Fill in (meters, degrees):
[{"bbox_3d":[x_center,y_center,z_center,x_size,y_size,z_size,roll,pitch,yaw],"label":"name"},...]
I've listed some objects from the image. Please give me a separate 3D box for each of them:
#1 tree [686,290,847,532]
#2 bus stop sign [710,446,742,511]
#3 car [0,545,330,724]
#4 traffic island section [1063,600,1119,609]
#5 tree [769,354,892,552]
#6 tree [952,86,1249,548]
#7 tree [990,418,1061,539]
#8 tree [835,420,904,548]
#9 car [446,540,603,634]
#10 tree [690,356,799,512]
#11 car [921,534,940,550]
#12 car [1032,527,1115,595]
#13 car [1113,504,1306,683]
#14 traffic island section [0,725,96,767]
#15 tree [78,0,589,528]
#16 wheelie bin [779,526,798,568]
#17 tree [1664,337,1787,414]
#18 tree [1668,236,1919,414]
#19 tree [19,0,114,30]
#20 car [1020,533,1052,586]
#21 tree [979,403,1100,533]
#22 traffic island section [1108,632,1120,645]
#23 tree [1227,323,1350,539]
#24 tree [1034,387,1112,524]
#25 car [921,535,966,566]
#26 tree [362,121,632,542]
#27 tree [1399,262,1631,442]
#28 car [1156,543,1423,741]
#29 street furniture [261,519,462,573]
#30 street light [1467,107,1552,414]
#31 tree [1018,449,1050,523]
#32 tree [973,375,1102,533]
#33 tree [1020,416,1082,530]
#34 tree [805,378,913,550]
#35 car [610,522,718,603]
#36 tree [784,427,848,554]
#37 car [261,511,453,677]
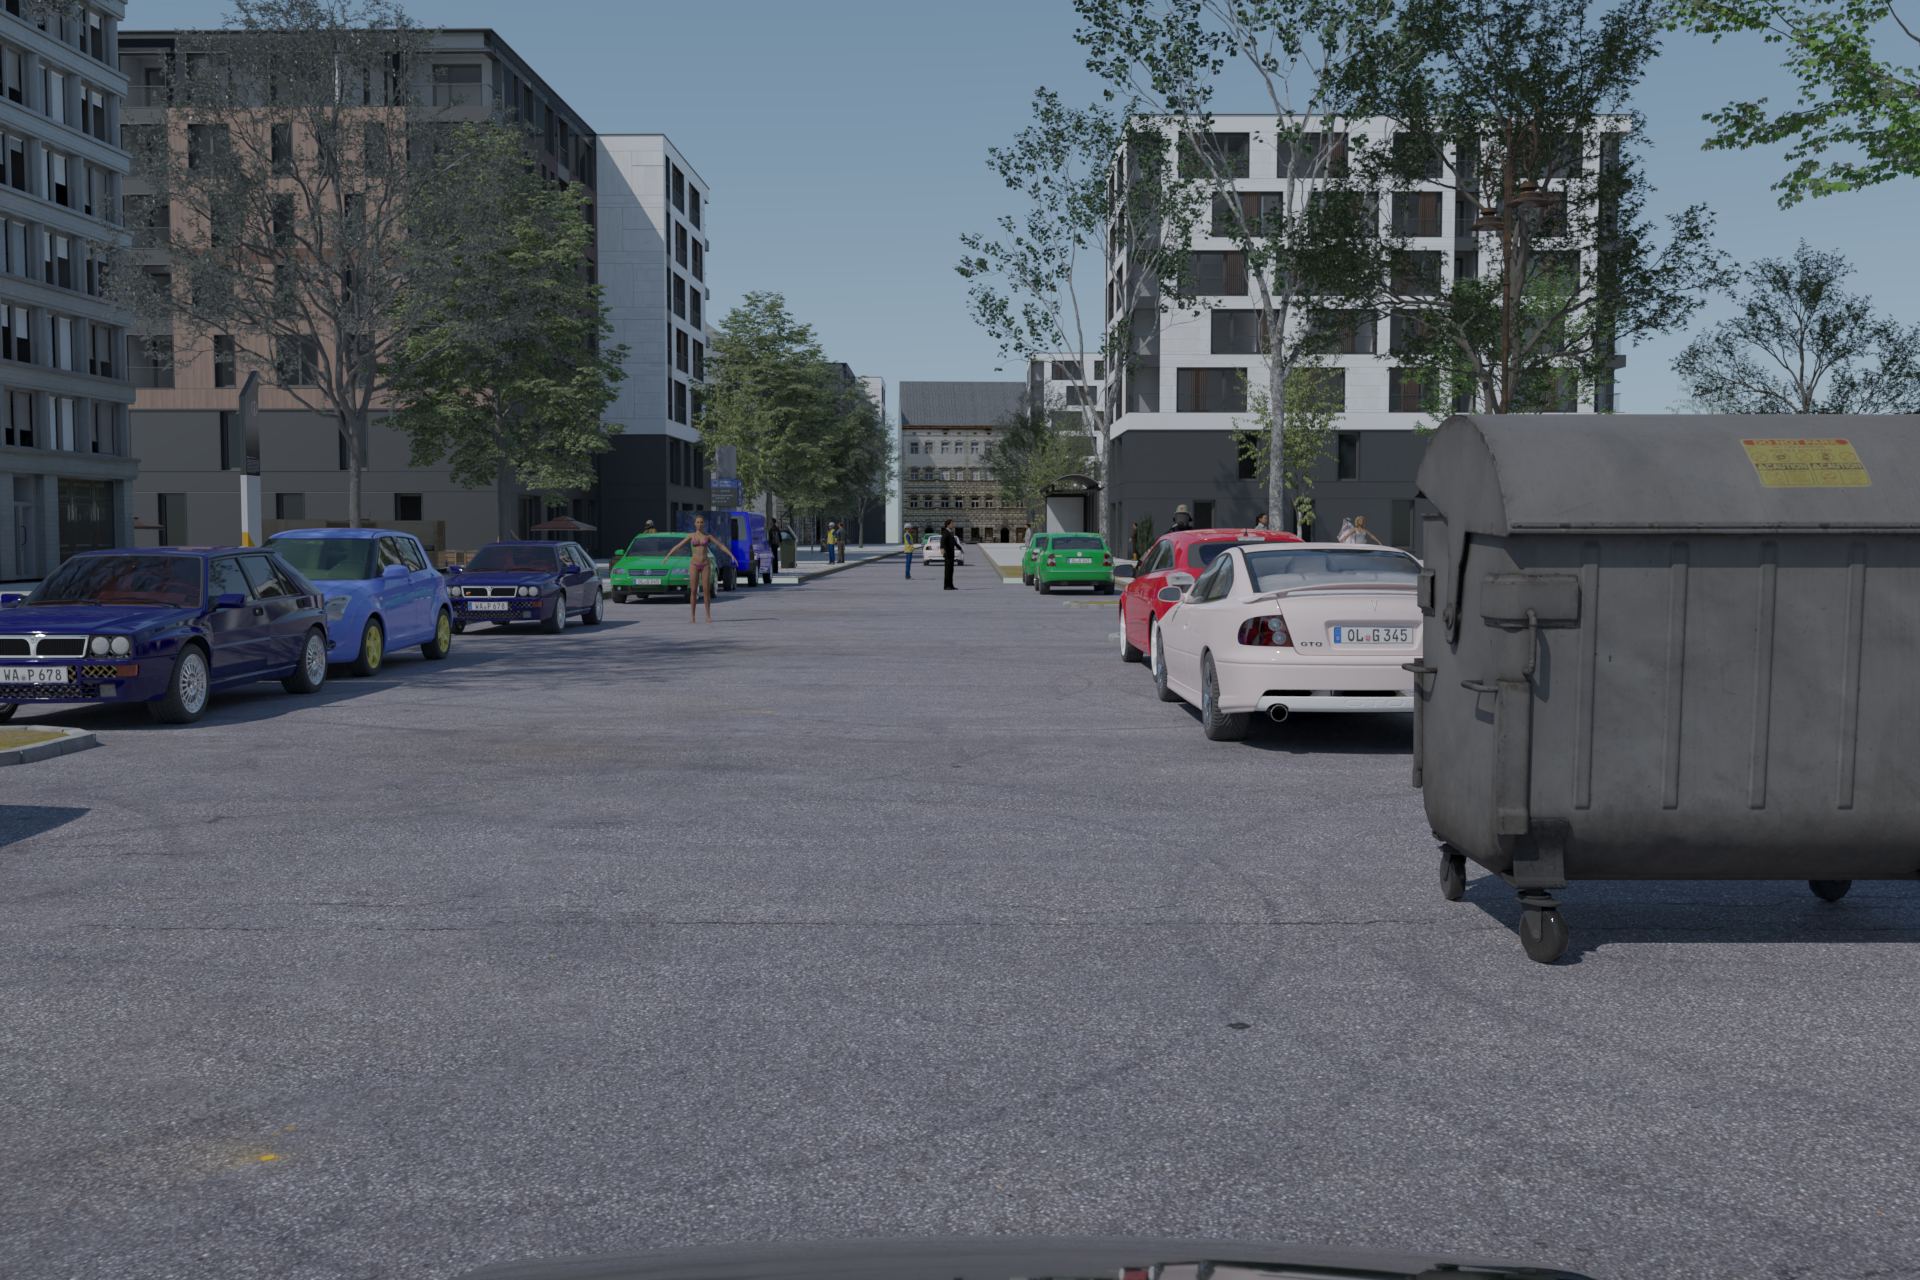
[{"bbox_3d":[-9.389,-9.992,81.499,7.486,12.596,7.792,0,3,0],"label":"tree"},{"bbox_3d":[-6.999,-3.845,51.880,0.837,3.901,0.837,0,4,1],"label":"bus stop sign"},{"bbox_3d":[-6.650,-0.105,14.295,1.945,1.354,3.894,0,4,0],"label":"car"},{"bbox_3d":[3.037,-0.687,34.097,1.991,0.108,1.994,0,3,0],"label":"traffic island section"},{"bbox_3d":[-9.518,-13.099,120.821,9.857,13.997,8.962,0,3,0],"label":"tree"},{"bbox_3d":[5.673,-13.290,73.187,12.611,20.169,13.585,0,3,0],"label":"tree"},{"bbox_3d":[6.417,-13.920,153.349,9.928,11.665,9.643,0,3,0],"label":"tree"},{"bbox_3d":[-8.924,-14.113,156.501,9.928,11.665,9.643,0,3,0],"label":"tree"},{"bbox_3d":[-6.569,-0.828,26.110,1.945,1.354,3.894,0,4,1],"label":"car"},{"bbox_3d":[-9.140,-7.451,72.182,4.737,8.622,4.395,0,3,0],"label":"tree"},{"bbox_3d":[-2.487,-8.946,155.059,1.959,1.807,4.718,0,3,0],"label":"car"},{"bbox_3d":[2.757,-2.046,42.255,1.959,1.807,4.718,0,3,0],"label":"car"},{"bbox_3d":[2.723,-0.554,18.105,2.155,1.783,4.494,0,4,-1],"label":"car"},{"bbox_3d":[-6.823,0.713,11.206,1.991,0.108,1.994,0,4,1],"label":"traffic island section"},{"bbox_3d":[-12.884,-7.716,36.531,12.009,13.543,11.850,0,3,0],"label":"tree"},{"bbox_3d":[-6.428,-3.474,64.710,0.693,1.594,0.980,0,4,2],"label":"wheelie bin"},{"bbox_3d":[28.262,-7.036,65.396,4.360,8.622,3.978,0,3,0],"label":"tree"},{"bbox_3d":[26.804,-7.299,53.744,8.767,10.594,7.601,0,4,3],"label":"tree"},{"bbox_3d":[-12.346,-6.320,13.710,12.009,13.543,11.850,0,3,0],"label":"tree"},{"bbox_3d":[2.695,-2.478,49.317,1.959,1.807,4.718,0,4,0],"label":"car"},{"bbox_3d":[5.861,-11.532,122.968,8.767,10.594,7.601,-1,4,-18],"label":"tree"},{"bbox_3d":[2.992,-0.010,23.022,1.991,0.108,1.994,0,3,0],"label":"traffic island section"},{"bbox_3d":[11.434,-6.652,59.122,4.737,8.622,4.395,0,3,0],"label":"tree"},{"bbox_3d":[5.725,-8.323,86.443,4.360,8.622,3.978,0,3,0],"label":"tree"},{"bbox_3d":[-0.760,-4.102,79.422,2.083,1.381,4.827,0,4,-1],"label":"car"},{"bbox_3d":[-13.260,-7.988,48.730,7.486,12.596,7.792,0,3,0],"label":"tree"},{"bbox_3d":[20.416,-8.469,64.217,9.928,11.665,9.643,0,3,0],"label":"tree"},{"bbox_3d":[2.632,-0.063,13.387,2.083,1.381,4.827,0,4,0],"label":"car"},{"bbox_3d":[-20.409,-3.032,56.421,11.010,1.723,9.812,-1,4,-9],"label":"street furniture"},{"bbox_3d":[6.094,-2.849,19.377,0.468,5.910,1.993,0,3,0],"label":"street light"},{"bbox_3d":[6.857,-11.862,144.301,4.360,8.622,3.978,0,3,0],"label":"tree"},{"bbox_3d":[6.179,-13.693,134.254,12.009,13.543,11.850,0,3,0],"label":"tree"},{"bbox_3d":[5.848,-9.684,108.693,4.737,8.622,4.395,0,3,0],"label":"tree"},{"bbox_3d":[-9.298,-13.812,136.202,12.009,13.543,11.850,0,3,0],"label":"tree"},{"bbox_3d":[-6.318,-1.741,37.263,1.959,1.807,4.718,0,4,0],"label":"car"},{"bbox_3d":[-9.335,-9.767,110.054,4.737,8.622,4.395,0,3,0],"label":"tree"},{"bbox_3d":[-6.723,-0.545,18.510,1.945,1.707,3.694,0,3,0],"label":"car"}]
